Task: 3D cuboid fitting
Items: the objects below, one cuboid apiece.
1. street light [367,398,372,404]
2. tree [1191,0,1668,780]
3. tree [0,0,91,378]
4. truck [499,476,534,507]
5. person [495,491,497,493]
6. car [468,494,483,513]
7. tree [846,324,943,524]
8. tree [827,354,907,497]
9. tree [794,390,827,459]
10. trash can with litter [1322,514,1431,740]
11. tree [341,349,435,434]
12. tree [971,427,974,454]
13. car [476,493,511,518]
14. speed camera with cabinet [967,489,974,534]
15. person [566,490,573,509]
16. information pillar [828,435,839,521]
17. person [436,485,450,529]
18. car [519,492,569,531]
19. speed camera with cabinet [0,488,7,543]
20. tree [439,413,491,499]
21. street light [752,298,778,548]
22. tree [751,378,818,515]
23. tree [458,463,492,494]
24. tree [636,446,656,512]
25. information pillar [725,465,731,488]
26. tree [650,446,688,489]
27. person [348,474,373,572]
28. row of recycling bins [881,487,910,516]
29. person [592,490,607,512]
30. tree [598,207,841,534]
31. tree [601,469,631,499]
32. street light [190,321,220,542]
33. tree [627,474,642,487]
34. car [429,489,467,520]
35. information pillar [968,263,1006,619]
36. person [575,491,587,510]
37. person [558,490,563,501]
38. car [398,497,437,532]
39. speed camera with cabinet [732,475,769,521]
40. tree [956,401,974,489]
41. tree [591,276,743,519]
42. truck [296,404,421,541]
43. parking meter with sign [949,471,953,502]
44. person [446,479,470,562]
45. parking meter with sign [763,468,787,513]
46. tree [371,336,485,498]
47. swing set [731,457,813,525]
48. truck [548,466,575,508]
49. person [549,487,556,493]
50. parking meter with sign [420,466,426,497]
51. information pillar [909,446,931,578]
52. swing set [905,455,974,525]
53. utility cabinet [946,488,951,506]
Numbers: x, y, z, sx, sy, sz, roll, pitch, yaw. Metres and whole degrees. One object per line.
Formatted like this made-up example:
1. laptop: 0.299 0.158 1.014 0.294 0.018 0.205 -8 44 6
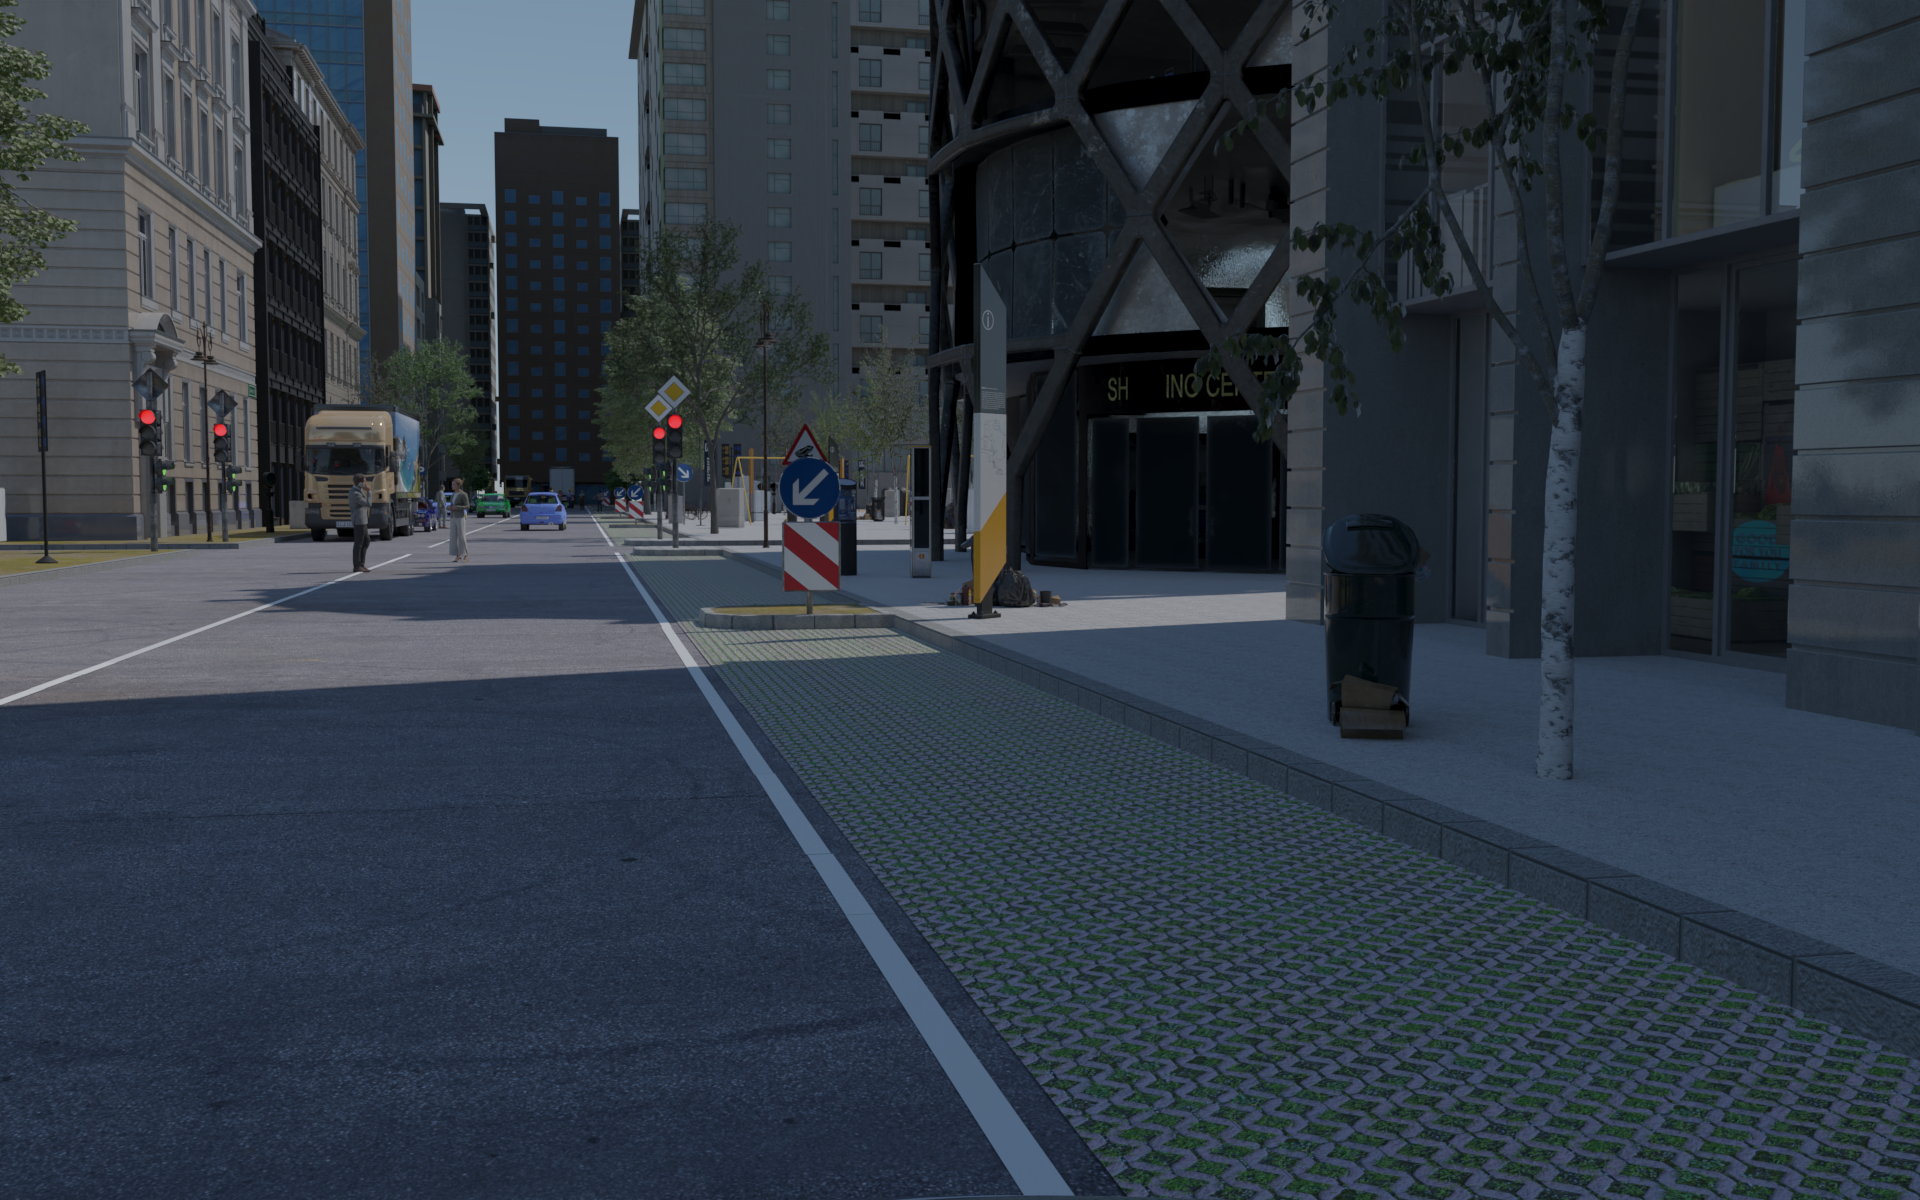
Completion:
1. street light: -28.421 -6.774 83.551 0.468 5.910 1.993 -1 4 -12
2. tree: 2.631 -3.513 7.808 4.360 8.622 3.978 0 3 0
3. tree: -15.627 -6.429 23.240 7.486 12.596 7.792 0 3 0
4. truck: -46.758 -11.471 183.466 3.469 3.379 9.791 -1 4 -11
5. person: -42.225 -9.060 157.341 0.721 1.736 1.217 -2 4 -35
6. car: -36.715 -7.402 132.820 2.131 1.459 4.920 -1 4 -14
7. tree: -2.784 -7.589 74.447 4.360 8.622 3.978 0 3 0
8. tree: -4.531 -8.630 91.466 4.737 8.622 4.395 0 3 0
9. tree: -9.348 -10.378 120.049 4.737 8.622 4.395 0 3 0
10. trash can with litter: 2.298 0.120 9.433 0.624 1.170 1.055 1 4 8
11. tree: -29.117 -8.413 87.908 4.360 8.622 3.978 0 3 0
12. tree: 2.374 -9.792 110.458 4.737 8.622 4.395 0 3 0
13. car: -28.298 -5.889 105.076 1.959 1.807 4.718 -1 4 -11
14. speed camera with cabinet: 0.740 -3.823 56.836 0.660 3.252 2.038 1 4 14
15. person: -38.152 -9.853 169.471 0.709 1.838 0.599 1 4 15
16. information pillar: -5.076 -4.772 69.370 0.183 3.616 0.504 3 5 44
17. person: -21.457 -3.860 71.707 0.635 1.810 0.391 3 5 44
18. car: -16.519 -3.616 68.710 1.945 1.707 3.694 -1 4 -11
19. speed camera with cabinet: -25.533 -3.108 45.145 0.660 3.252 2.038 -1 4 -13
20. tree: -46.875 -13.123 164.925 4.737 8.622 4.395 0 3 0
21. street light: -4.624 -4.179 41.122 0.468 5.910 1.993 -1 4 -12
22. tree: -10.476 -9.362 103.436 4.360 8.622 3.978 0 3 0
23. tree: -54.383 -12.936 195.210 4.285 4.588 4.351 0 3 0
24. tree: -22.199 -10.651 124.514 4.360 8.622 3.978 0 3 0
25. information pillar: -16.315 -7.989 121.970 0.504 3.616 0.183 -2 4 -24
26. tree: -20.412 -10.286 118.546 4.737 8.622 4.395 0 3 0
27. person: -10.970 -1.410 31.736 0.473 1.802 0.592 -1 4 -12
28. row of recycling bins: -2.940 -5.735 100.879 3.534 1.692 1.069 1 4 18
29. person: -28.500 -7.807 136.861 1.217 1.736 0.721 0 4 7
30. tree: -7.832 -7.420 55.737 8.767 10.594 7.601 0 4 6
31. tree: -39.317 -13.114 198.131 4.285 4.588 4.351 0 3 0
32. street light: -20.209 -4.507 46.473 0.468 5.910 1.993 -1 4 -12
33. tree: -26.750 -9.110 143.553 1.663 3.219 1.824 0 3 0
34. car: -27.995 -5.208 94.735 1.945 1.707 3.694 -1 4 -10
35. information pillar: 0.302 -1.622 17.870 0.183 3.616 0.504 3 4 36
36. person: -33.661 -8.853 153.969 1.217 1.736 0.721 2 4 25
37. person: -29.139 -7.126 125.734 0.721 1.743 1.217 1 4 11
38. car: -20.989 -3.276 66.141 1.945 1.354 3.894 -1 4 -12
39. speed camera with cabinet: -10.125 -5.420 82.958 0.660 3.252 2.038 -3 5 -39
40. tree: 0.882 -8.114 83.023 4.360 8.622 3.978 0 3 0
41. tree: -14.613 -10.467 89.265 7.486 12.596 7.792 0 3 0
42. truck: -19.335 -4.121 56.293 2.839 4.237 11.283 -1 4 -12
43. parking meter with sign: -0.178 -6.119 96.303 0.543 3.016 1.738 1 4 12
44. person: -10.602 -1.678 36.477 0.519 1.759 0.362 2 4 32
45. parking meter with sign: -12.252 -7.289 115.431 1.738 3.016 0.543 -1 4 -13
46. tree: -35.099 -11.496 113.718 9.928 11.665 9.643 0 3 0
47. swing set: -8.242 -4.650 73.654 3.119 2.851 2.862 -2 4 -29
48. truck: -41.738 -11.787 181.628 2.839 4.237 11.283 -1 4 -13
49. person: -26.390 -6.374 112.082 0.474 1.900 0.648 3 4 38
50. parking meter with sign: -33.610 -6.824 107.838 0.543 3.016 1.738 -1 4 -13
51. information pillar: -0.604 -1.344 26.460 0.304 2.012 0.304 -1 4 -8
52. swing set: -0.544 -4.425 69.971 3.119 2.851 2.862 0 4 -7
53. utility cabinet: -0.947 -3.602 67.578 1.173 1.500 0.318 0 4 4
